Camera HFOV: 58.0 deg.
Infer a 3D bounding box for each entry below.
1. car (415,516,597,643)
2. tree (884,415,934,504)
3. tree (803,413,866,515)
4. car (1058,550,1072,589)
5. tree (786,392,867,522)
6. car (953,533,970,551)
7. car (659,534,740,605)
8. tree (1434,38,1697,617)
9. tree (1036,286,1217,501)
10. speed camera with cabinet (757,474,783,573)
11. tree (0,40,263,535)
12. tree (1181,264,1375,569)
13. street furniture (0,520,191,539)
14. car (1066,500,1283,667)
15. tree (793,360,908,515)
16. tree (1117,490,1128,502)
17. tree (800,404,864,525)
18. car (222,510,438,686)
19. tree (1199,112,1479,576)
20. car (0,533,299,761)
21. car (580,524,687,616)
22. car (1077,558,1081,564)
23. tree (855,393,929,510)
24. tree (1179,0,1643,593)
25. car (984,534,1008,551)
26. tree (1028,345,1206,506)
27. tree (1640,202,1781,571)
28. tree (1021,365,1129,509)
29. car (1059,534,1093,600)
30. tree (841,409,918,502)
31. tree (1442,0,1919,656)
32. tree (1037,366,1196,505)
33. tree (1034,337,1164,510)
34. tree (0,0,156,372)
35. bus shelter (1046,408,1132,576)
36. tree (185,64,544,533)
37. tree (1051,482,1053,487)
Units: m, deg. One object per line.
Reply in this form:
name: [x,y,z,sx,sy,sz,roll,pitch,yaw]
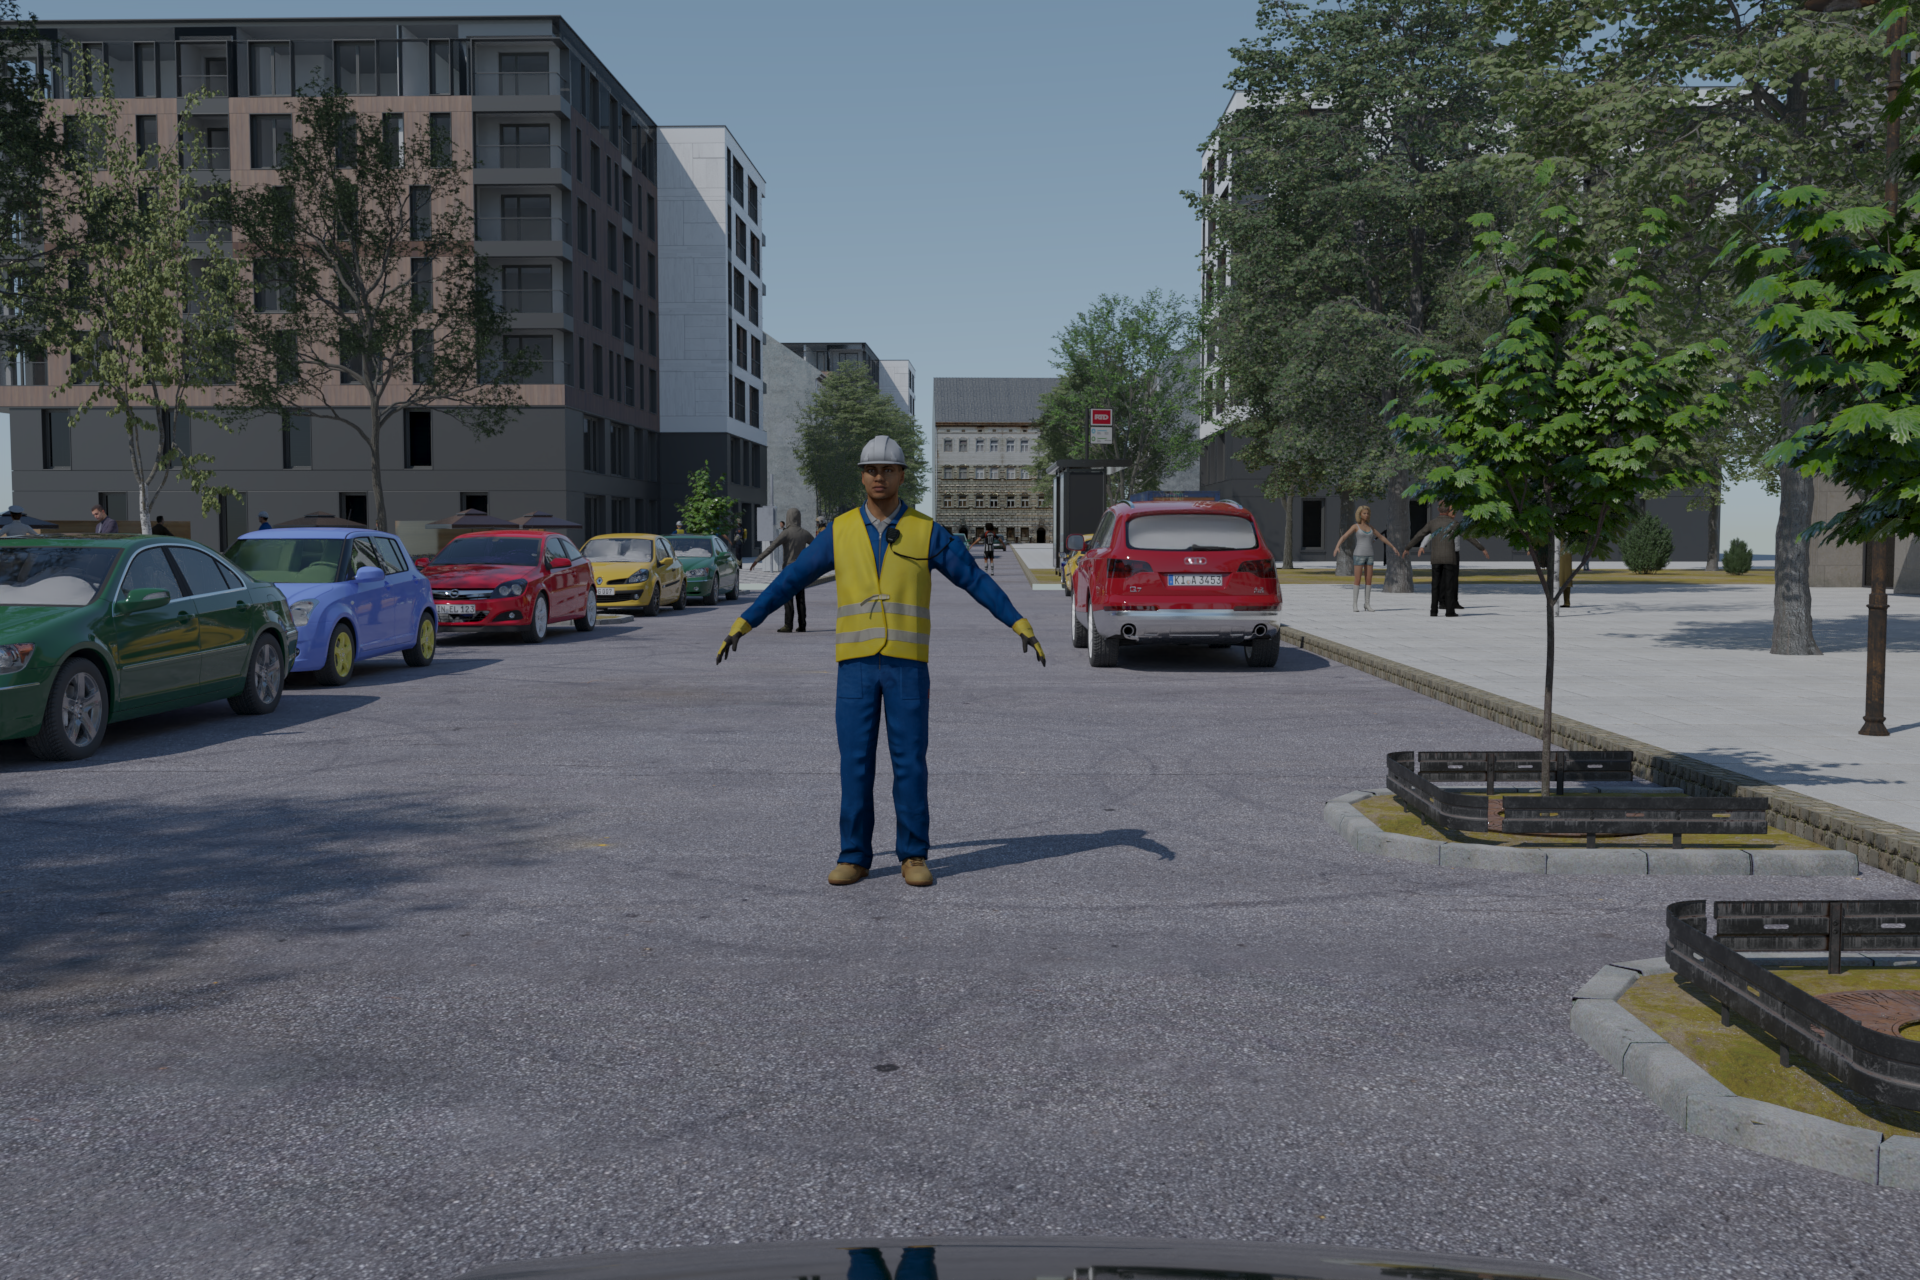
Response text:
car: [-6.350,-0.922,24.107,2.155,1.783,4.494,0,4,2]
tree: [-6.143,-13.720,150.082,9.928,11.665,9.643,0,3,0]
tree: [-6.937,-9.461,105.056,4.360,8.622,3.978,0,3,0]
car: [3.528,-1.952,44.492,1.945,1.354,3.894,0,4,0]
tree: [-7.409,-8.530,89.823,4.360,8.622,3.978,0,3,0]
car: [-0.346,-5.815,103.877,1.959,1.807,4.718,0,4,1]
car: [-5.780,-1.504,36.381,2.131,1.459,4.920,0,4,1]
tree: [9.092,-4.644,26.296,4.360,8.622,3.978,0,3,0]
tree: [7.102,-9.040,73.566,9.928,11.665,9.643,0,3,0]
speed camera with cabinet: [-6.363,-3.891,57.956,0.660,3.252,2.038,0,4,3]
tree: [-12.509,-4.644,26.287,4.737,8.622,4.395,0,3,0]
tree: [11.902,-8.388,62.906,9.928,11.665,9.643,0,3,0]
street furniture: [-29.853,-3.071,57.057,11.010,1.723,9.812,3,4,36]
car: [2.414,-0.704,20.184,2.281,1.827,5.304,0,4,0]
tree: [-7.350,-11.935,113.258,7.486,12.596,7.792,0,3,0]
tree: [23.874,-18.428,235.704,7.601,10.594,8.767,0,4,-2]
tree: [-7.591,-9.061,98.505,4.360,8.622,3.978,0,3,0]
car: [-6.623,-0.483,17.481,1.945,1.707,3.694,0,4,2]
tree: [11.828,-8.949,52.972,9.857,13.997,8.962,0,3,0]
car: [-6.440,-0.040,12.458,2.131,1.459,4.920,0,4,1]
car: [-6.086,-1.293,31.369,2.015,1.641,3.980,0,4,1]
car: [3.006,-1.167,29.296,2.015,1.641,3.980,0,4,1]
tree: [-5.953,-13.560,139.840,7.486,12.596,7.792,0,3,0]
tree: [9.668,-7.997,37.414,9.857,13.997,8.962,0,3,0]
car: [2.973,-8.207,143.973,2.009,1.686,4.222,0,4,0]
tree: [7.482,-9.074,82.779,8.767,10.594,7.601,0,4,2]
tree: [26.498,-8.667,59.830,7.486,12.596,7.792,0,3,0]
tree: [7.960,-12.120,116.292,7.486,12.596,7.792,0,3,0]
car: [3.240,-1.735,38.583,2.015,1.641,3.980,0,4,0]
tree: [-6.504,-11.624,124.458,7.601,10.594,8.767,-1,4,-8]
tree: [8.661,-6.094,17.766,7.486,12.596,7.792,0,3,0]
tree: [8.293,-9.638,91.996,8.767,10.594,7.601,0,4,3]
tree: [7.961,-11.139,100.242,7.486,12.596,7.792,0,3,0]
tree: [-12.510,-5.133,18.329,7.601,10.594,8.767,-2,4,-33]
bus shelter: [3.784,-4.597,52.794,2.179,5.291,8.768,0,3,0]
tree: [-12.162,-6.176,35.384,7.601,10.594,8.767,-1,4,-17]
tree: [9.523,-11.907,145.048,4.360,8.622,3.978,0,3,0]
